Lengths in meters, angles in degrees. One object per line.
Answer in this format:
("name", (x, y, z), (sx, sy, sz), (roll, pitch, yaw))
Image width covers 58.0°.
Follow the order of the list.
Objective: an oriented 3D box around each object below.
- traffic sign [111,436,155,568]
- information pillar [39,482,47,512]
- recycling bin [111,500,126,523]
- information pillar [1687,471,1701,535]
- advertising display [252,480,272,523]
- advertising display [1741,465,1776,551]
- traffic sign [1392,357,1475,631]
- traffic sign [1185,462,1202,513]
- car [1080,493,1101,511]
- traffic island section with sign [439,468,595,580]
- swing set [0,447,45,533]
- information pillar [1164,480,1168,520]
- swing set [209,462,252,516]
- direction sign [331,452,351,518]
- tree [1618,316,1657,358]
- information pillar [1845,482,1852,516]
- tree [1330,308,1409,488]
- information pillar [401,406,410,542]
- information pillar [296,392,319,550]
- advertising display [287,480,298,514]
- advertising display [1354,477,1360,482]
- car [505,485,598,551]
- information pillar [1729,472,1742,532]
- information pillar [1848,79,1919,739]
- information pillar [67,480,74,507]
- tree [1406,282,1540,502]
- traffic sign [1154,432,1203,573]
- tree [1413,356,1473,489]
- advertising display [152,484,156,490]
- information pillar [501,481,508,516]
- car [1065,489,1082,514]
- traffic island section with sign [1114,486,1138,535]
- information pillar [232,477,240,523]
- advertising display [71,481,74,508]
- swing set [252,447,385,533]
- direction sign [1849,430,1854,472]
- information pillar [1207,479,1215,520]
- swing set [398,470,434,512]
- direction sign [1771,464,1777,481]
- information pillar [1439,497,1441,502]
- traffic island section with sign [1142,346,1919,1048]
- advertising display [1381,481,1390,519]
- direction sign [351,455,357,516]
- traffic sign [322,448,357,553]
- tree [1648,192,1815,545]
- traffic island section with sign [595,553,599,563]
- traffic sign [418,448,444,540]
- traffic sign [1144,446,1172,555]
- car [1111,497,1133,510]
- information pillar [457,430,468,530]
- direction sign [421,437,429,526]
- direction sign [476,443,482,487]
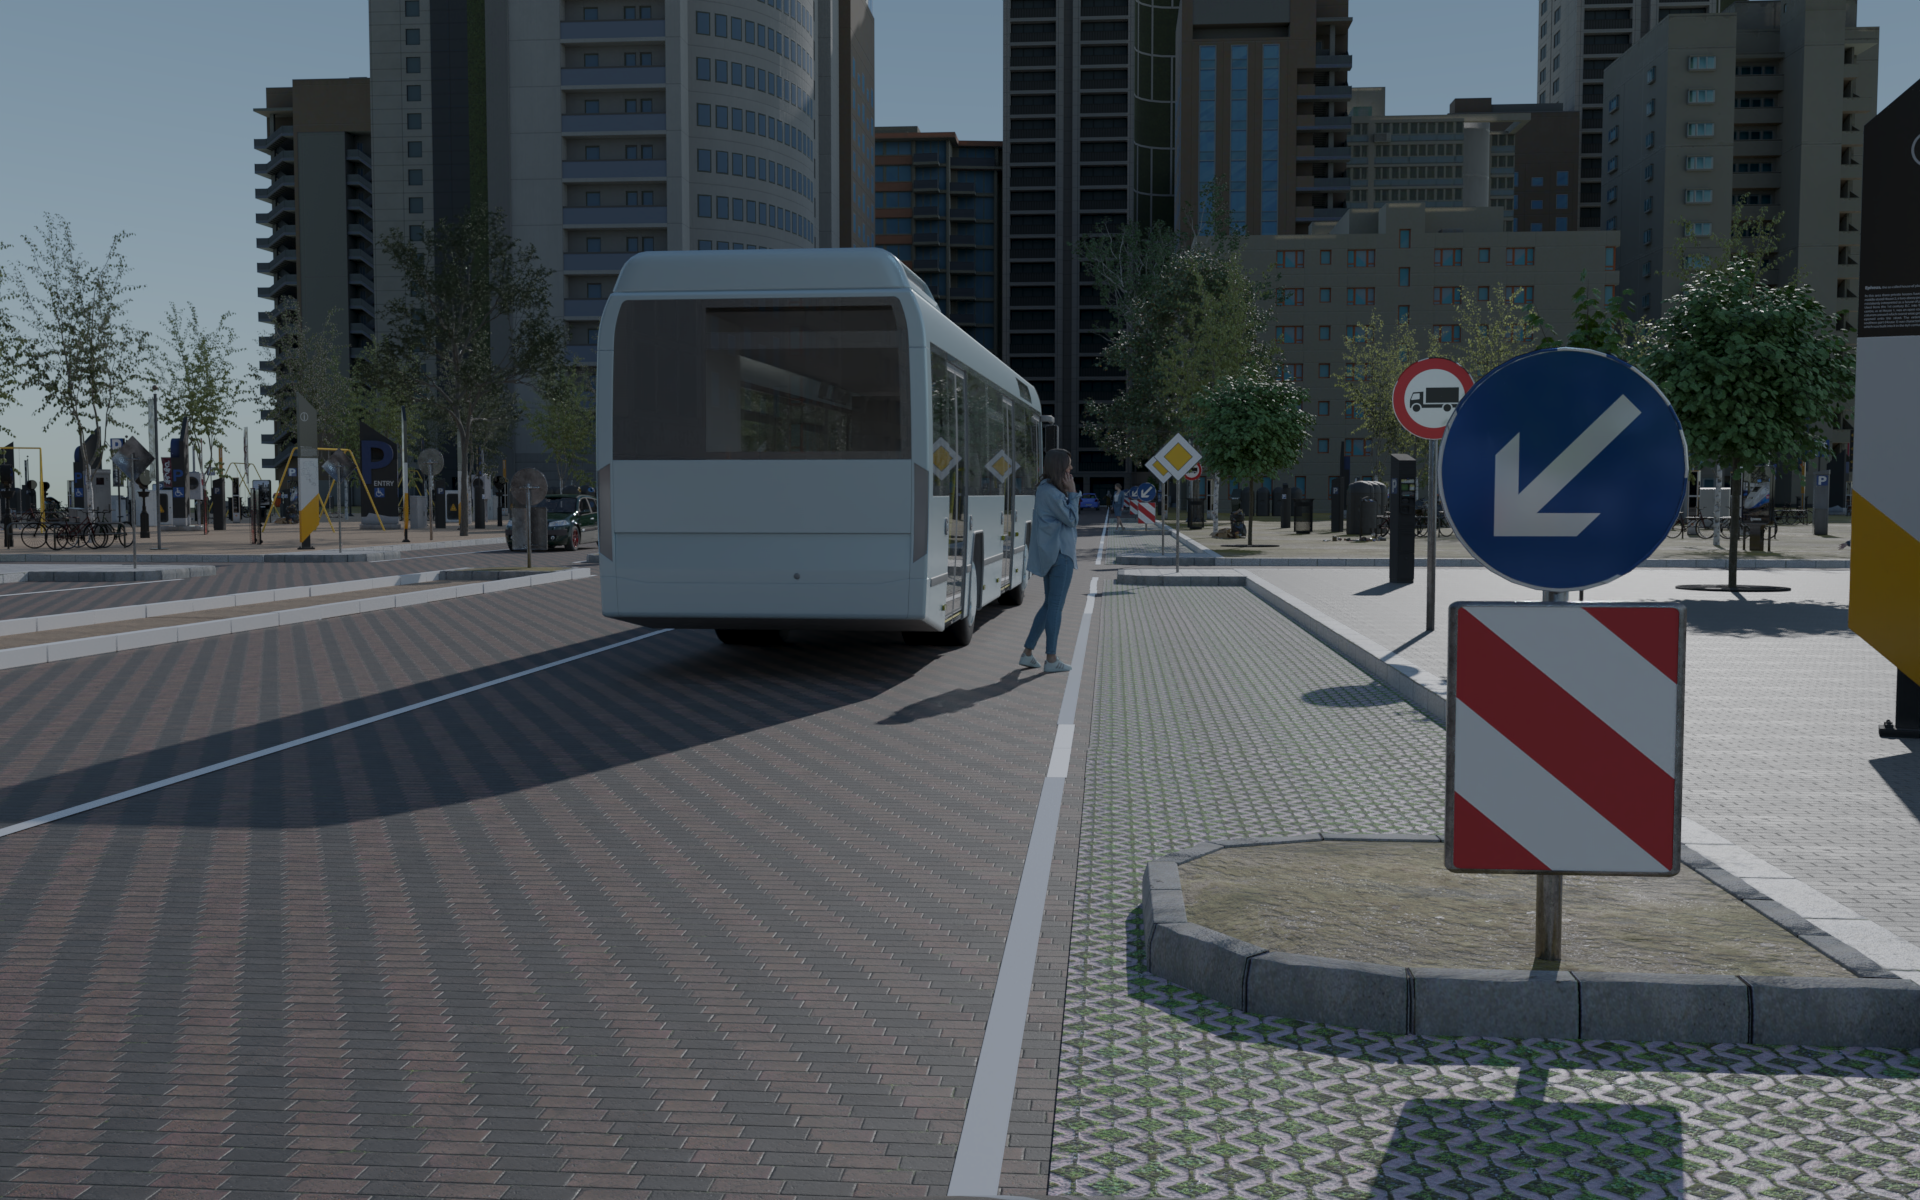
("traffic sign", (-14.225, -1.600, 29.808), (0.795, 2.450, 0.064), (0, 4, 5))
("information pillar", (-54.093, -5.976, 102.191), (0.304, 2.012, 0.304), (-1, 4, -15))
("recycling bin", (-38.015, -3.992, 77.830), (0.722, 1.027, 0.722), (0, 4, 6))
("information pillar", (23.000, -3.045, 54.283), (0.304, 2.012, 0.304), (2, 4, 35))
("advertising display", (-31.278, -4.429, 77.630), (0.974, 1.923, 0.123), (1, 4, 20))
("advertising display", (18.070, -2.081, 39.233), (0.123, 1.923, 0.974), (-1, 4, -13))
("traffic sign", (4.423, -0.985, 16.207), (0.768, 2.556, 0.104), (1, 4, 12))
("traffic sign", (8.648, -3.949, 64.679), (0.768, 2.556, 0.104), (1, 4, 12))
("car", (11.346, -8.699, 151.812), (1.945, 1.707, 3.694), (0, 4, 7))
("traffic island section with sign", (-7.550, -1.308, 29.523), (2.006, 1.907, 1.989), (0, 4, 5))
("swing set", (-32.127, -3.652, 57.333), (3.119, 2.851, 2.862), (-2, 4, -26))
("information pillar", (10.337, -5.071, 87.406), (0.304, 2.012, 0.304), (0, 4, 3))
("swing set", (-35.953, -5.462, 86.926), (2.862, 2.851, 3.119), (0, 4, -4))
("direction sign", (-33.582, -6.212, 93.569), (0.876, 3.537, 0.379), (1, 4, 21))
("tree", (27.716, -7.343, 70.415), (4.360, 8.622, 3.978), (0, 3, 0))
("information pillar", (52.611, -5.992, 102.468), (0.304, 2.012, 0.304), (-3, 5, -43))
("tree", (16.951, -7.282, 69.420), (4.360, 8.622, 3.978), (0, 3, 0))
("information pillar", (-14.708, -3.337, 45.908), (0.183, 3.616, 0.504), (-1, 4, -22))
("information pillar", (-15.068, -2.975, 40.001), (0.183, 3.616, 0.504), (2, 4, 35))
("advertising display", (-31.527, -4.687, 81.853), (0.123, 1.923, 0.974), (0, 4, 0))
("advertising display", (15.021, -3.690, 65.550), (0.123, 1.923, 0.974), (0, 4, 8))
("car", (-10.366, -2.141, 44.792), (2.009, 1.686, 4.222), (0, 4, 6))
("information pillar", (25.701, -3.234, 57.372), (0.304, 2.012, 0.304), (1, 4, 10))
("information pillar", (4.981, -1.085, 9.092), (0.504, 3.616, 0.183), (2, 4, 26))
("information pillar", (-46.782, -5.302, 91.172), (0.304, 2.012, 0.304), (-3, 5, -42))
("tree", (18.077, -6.671, 59.439), (4.360, 8.622, 3.978), (0, 3, 0))
("traffic sign", (3.550, -1.504, 28.239), (0.795, 2.450, 0.064), (0, 4, 5))
("tree", (25.779, -8.690, 92.447), (4.737, 8.622, 4.395), (0, 3, 0))
("advertising display", (-49.732, -6.270, 107.725), (0.974, 1.923, 0.123), (0, 4, 4))
("information pillar", (-26.588, -5.906, 101.063), (0.304, 2.012, 0.304), (1, 4, 15))
("car", (7.629, -7.081, 124.451), (2.281, 1.827, 5.304), (0, 4, 3))
("traffic island section with sign", (6.436, -3.198, 60.918), (1.989, 1.847, 2.006), (0, 4, 5))
("information pillar", (-31.797, -4.378, 76.069), (0.304, 2.012, 0.304), (-1, 4, -21))
("advertising display", (-42.250, -4.756, 82.975), (0.974, 1.923, 0.123), (2, 4, 33))
("swing set", (-21.744, -3.751, 58.956), (2.862, 2.851, 3.119), (1, 4, 16))
("direction sign", (31.693, -4.208, 60.801), (0.876, 3.537, 0.379), (1, 4, 23))
("information pillar", (12.616, -5.047, 87.017), (0.304, 2.012, 0.304), (-3, 4, -36))
("swing set", (-35.965, -7.093, 113.598), (2.862, 2.851, 3.119), (0, 4, -6))
("direction sign", (48.002, -6.762, 102.562), (0.876, 3.537, 0.379), (-2, 4, -24))
("information pillar", (23.997, -5.780, 85.864), (0.504, 3.616, 0.183), (2, 4, 27))
("traffic island section with sign", (1.587, 0.193, 5.467), (1.989, 1.847, 2.006), (0, 4, 5))
("advertising display", (21.468, -5.061, 87.956), (0.974, 1.923, 0.123), (-3, 4, -38))
("direction sign", (-36.559, -6.831, 103.676), (0.379, 3.537, 0.876), (1, 4, 18))
("traffic sign", (-13.529, -2.087, 37.763), (0.795, 2.450, 0.064), (0, 4, 5))
("tree", (19.217, -5.693, 43.443), (4.737, 8.622, 4.395), (0, 3, 0))
("traffic island section with sign", (-6.895, -1.759, 36.902), (2.006, 1.907, 1.989), (0, 4, 5))
("traffic sign", (-14.672, -2.929, 47.999), (0.768, 2.556, 0.104), (1, 4, 9))
("traffic sign", (4.246, -1.991, 36.194), (0.795, 2.450, 0.064), (0, 4, 5))
("car", (14.205, -8.515, 151.806), (1.945, 1.354, 3.894), (0, 4, 5))
("information pillar", (-17.787, -4.317, 61.934), (0.504, 3.616, 0.183), (3, 4, 39))
("direction sign", (-21.462, -4.726, 69.266), (0.379, 3.537, 0.876), (-1, 4, -23))
("direction sign", (-21.359, -5.194, 76.917), (0.379, 3.537, 0.876), (-2, 4, -29))
